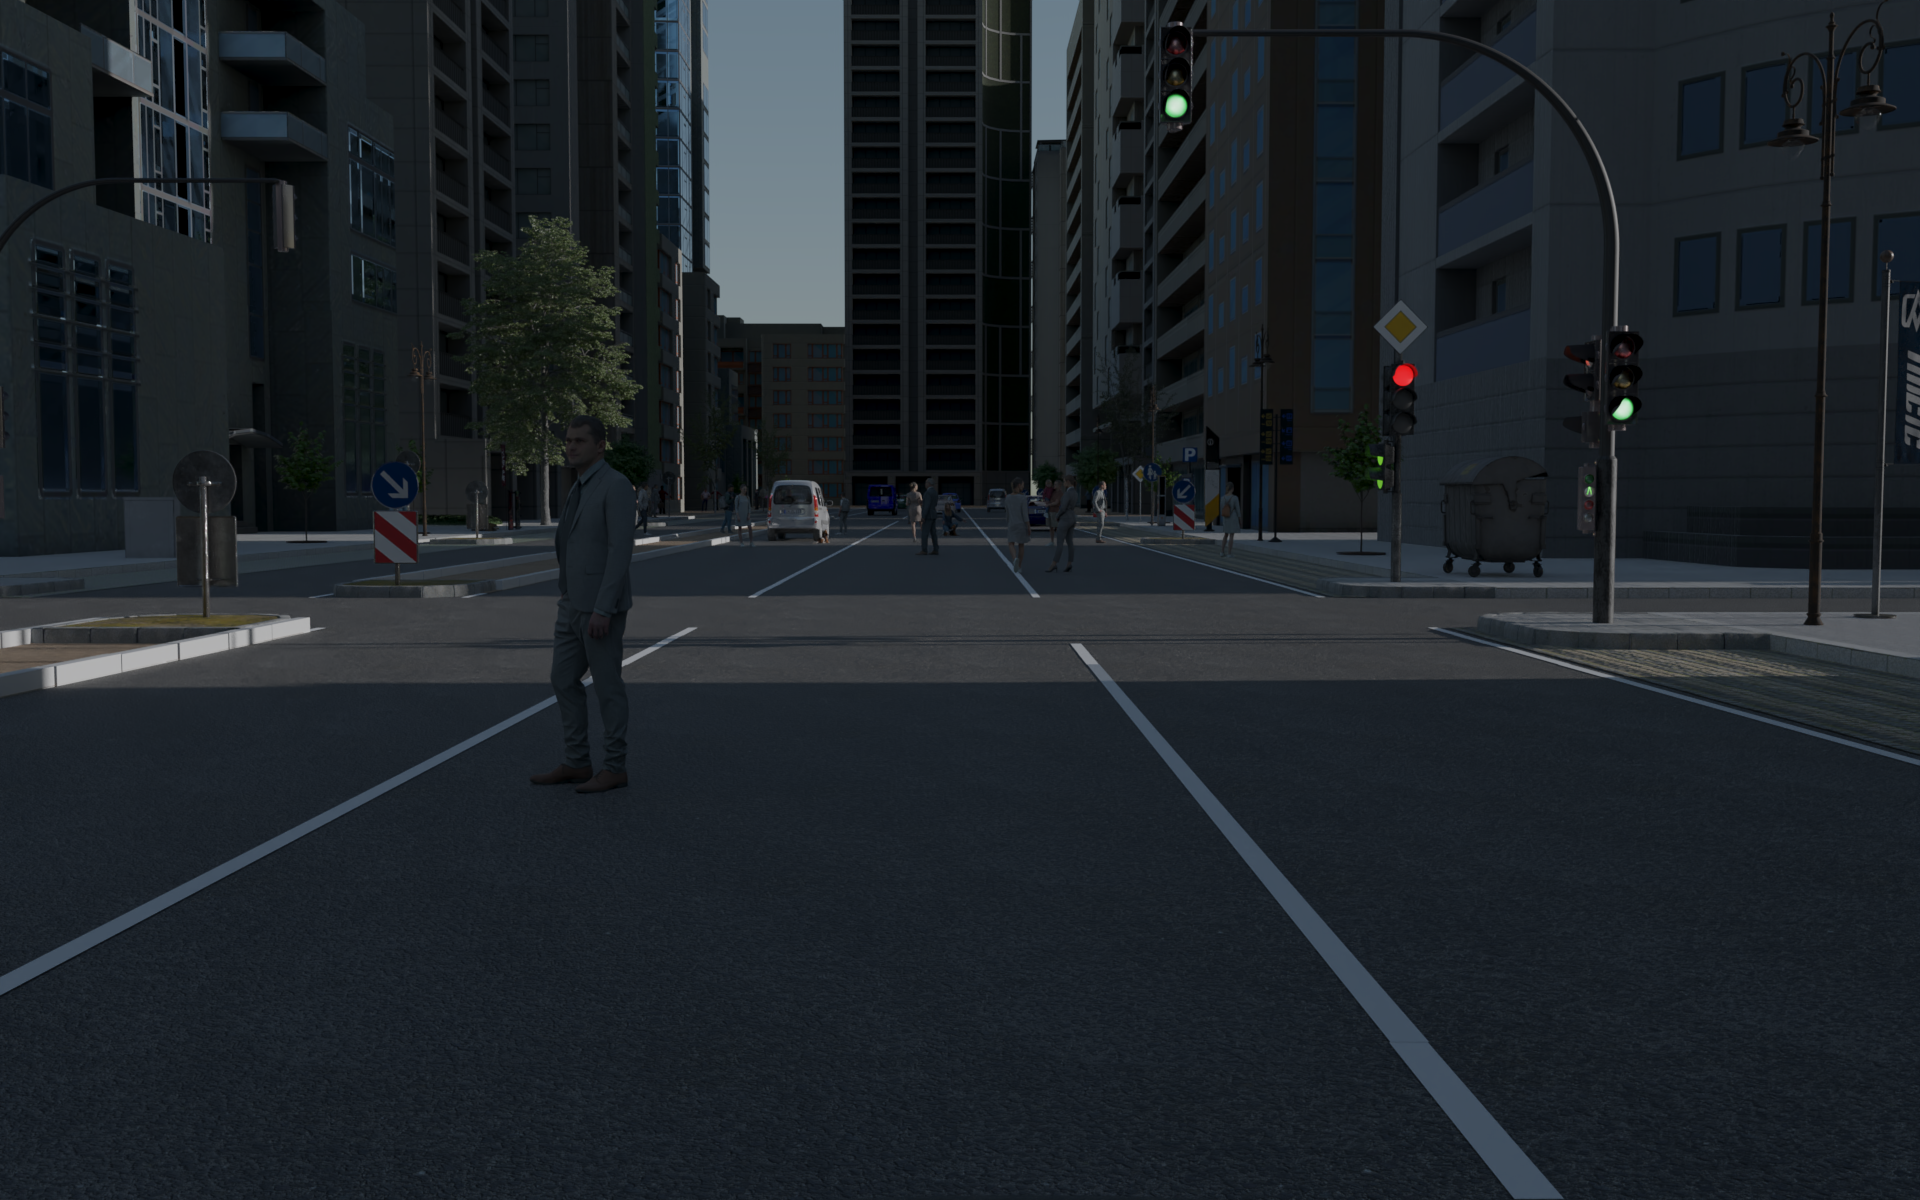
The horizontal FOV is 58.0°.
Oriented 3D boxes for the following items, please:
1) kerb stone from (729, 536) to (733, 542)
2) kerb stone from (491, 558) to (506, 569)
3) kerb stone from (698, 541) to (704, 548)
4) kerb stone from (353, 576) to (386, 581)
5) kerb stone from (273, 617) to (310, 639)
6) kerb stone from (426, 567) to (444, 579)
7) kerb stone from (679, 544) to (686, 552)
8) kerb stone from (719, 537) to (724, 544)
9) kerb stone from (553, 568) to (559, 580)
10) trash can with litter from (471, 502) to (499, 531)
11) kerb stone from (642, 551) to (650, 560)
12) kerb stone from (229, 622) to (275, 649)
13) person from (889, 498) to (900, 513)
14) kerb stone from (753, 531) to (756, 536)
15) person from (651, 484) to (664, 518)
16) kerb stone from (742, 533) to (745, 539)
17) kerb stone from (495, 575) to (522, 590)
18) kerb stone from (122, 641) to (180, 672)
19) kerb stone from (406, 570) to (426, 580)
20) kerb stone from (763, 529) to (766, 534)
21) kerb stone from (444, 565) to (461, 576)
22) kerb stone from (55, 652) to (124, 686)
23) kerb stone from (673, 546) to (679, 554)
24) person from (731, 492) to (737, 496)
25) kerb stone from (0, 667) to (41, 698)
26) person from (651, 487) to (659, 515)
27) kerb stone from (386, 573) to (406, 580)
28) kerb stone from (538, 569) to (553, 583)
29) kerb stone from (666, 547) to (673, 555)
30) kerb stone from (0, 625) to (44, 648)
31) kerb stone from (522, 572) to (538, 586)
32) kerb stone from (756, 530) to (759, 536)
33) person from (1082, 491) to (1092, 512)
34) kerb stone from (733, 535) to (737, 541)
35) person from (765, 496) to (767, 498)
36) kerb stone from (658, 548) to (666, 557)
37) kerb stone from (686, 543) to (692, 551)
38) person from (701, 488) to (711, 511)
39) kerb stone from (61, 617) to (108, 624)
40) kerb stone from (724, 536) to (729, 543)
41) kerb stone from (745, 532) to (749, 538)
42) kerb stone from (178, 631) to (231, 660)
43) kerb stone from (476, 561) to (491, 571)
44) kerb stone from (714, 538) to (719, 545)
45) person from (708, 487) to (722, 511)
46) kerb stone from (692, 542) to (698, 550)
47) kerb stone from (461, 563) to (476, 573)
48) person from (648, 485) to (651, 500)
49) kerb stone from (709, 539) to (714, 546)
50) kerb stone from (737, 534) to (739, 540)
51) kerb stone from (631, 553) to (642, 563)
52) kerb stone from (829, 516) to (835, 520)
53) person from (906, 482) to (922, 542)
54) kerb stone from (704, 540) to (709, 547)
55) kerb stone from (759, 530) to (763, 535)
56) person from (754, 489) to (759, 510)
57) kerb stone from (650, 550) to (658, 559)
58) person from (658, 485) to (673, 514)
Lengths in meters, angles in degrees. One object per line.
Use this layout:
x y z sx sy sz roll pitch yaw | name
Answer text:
-7.006 -1.812 51.883 0.120 0.150 1.000 0 4 0 | kerb stone
-9.002 -0.680 33.397 0.120 0.150 1.000 0 4 0 | kerb stone
-6.967 -1.440 45.745 0.120 0.150 1.000 0 4 0 | kerb stone
-8.959 -0.246 26.219 0.120 0.150 1.000 0 4 0 | kerb stone
-6.816 0.287 17.506 0.120 0.150 1.000 0 4 0 | kerb stone
-8.979 -0.434 29.291 0.120 0.150 1.000 0 4 0 | kerb stone
-6.955 -1.253 42.676 0.120 0.150 1.000 0 4 0 | kerb stone
-6.992 -1.691 49.839 0.120 0.150 1.000 0 4 0 | kerb stone
-6.874 -0.435 29.316 0.120 0.150 1.000 0 4 0 | kerb stone
-16.421 -2.961 59.796 1.055 1.170 0.624 1 4 14 | trash can with litter
-6.915 -0.939 37.554 0.120 0.150 1.000 0 4 0 | kerb stone
-6.805 0.349 16.484 0.120 0.150 1.000 0 4 0 | kerb stone
-5.248 -7.583 132.513 1.348 1.821 0.705 0 4 3 | person
-7.038 -2.192 58.028 0.120 0.150 1.000 0 4 0 | kerb stone
-16.483 -5.363 93.853 0.853 1.813 0.709 0 4 4 | person
-7.019 -2.004 54.962 0.120 0.150 1.000 0 4 0 | kerb stone
-6.863 -0.245 26.237 0.120 0.150 1.000 0 4 0 | kerb stone
-6.803 0.482 14.431 0.120 0.150 1.000 0 4 0 | kerb stone
-8.978 -0.369 28.269 0.120 0.150 1.000 0 4 0 | kerb stone
-7.057 -2.381 61.122 0.120 0.150 1.000 0 4 0 | kerb stone
-8.986 -0.496 30.319 0.120 0.150 1.000 0 4 0 | kerb stone
-6.794 0.537 13.409 0.120 0.150 1.000 0 4 0 | kerb stone
-6.950 -1.190 41.651 0.120 0.150 1.000 0 4 0 | kerb stone
-19.247 -8.542 145.693 1.348 1.826 0.705 -1 4 -14 | person
-6.796 0.600 12.384 0.120 0.150 1.000 0 4 0 | kerb stone
-19.109 -6.220 108.411 0.551 1.740 0.621 1 4 15 | person
-8.967 -0.307 27.247 0.120 0.150 1.000 0 4 0 | kerb stone
-6.871 -0.373 28.288 0.120 0.150 1.000 0 4 0 | kerb stone
-6.940 -1.127 40.629 0.120 0.150 1.000 0 4 0 | kerb stone
-8.906 0.349 16.490 0.120 0.150 1.000 0 4 0 | kerb stone
-6.863 -0.307 27.259 0.120 0.150 1.000 0 4 0 | kerb stone
-7.043 -2.254 59.051 0.120 0.150 1.000 0 4 0 | kerb stone
9.192 -7.211 123.927 0.705 1.826 1.348 3 4 37 | person
-7.007 -1.870 52.906 0.120 0.150 1.000 0 4 0 | kerb stone
-19.478 -10.211 173.671 0.721 1.739 1.217 1 4 8 | person
-6.935 -1.065 39.606 0.120 0.150 1.000 0 4 0 | kerb stone
-6.949 -1.315 43.698 0.120 0.150 1.000 0 4 0 | kerb stone
-18.795 -7.395 127.886 0.756 1.711 0.436 1 4 10 | person
-8.911 0.286 17.512 0.120 0.150 1.000 0 4 0 | kerb stone
-6.988 -1.753 50.861 0.120 0.150 1.000 0 4 0 | kerb stone
-7.019 -2.067 55.984 0.120 0.150 1.000 0 4 0 | kerb stone
-6.801 0.416 15.463 0.120 0.150 1.000 0 4 0 | kerb stone
-9.001 -0.618 32.367 0.120 0.150 1.000 0 4 0 | kerb stone
-6.982 -1.628 48.817 0.120 0.150 1.000 0 4 0 | kerb stone
-18.906 -7.834 134.065 1.348 1.831 0.705 0 4 -2 | person
-6.960 -1.375 44.721 0.120 0.150 1.000 0 4 0 | kerb stone
-8.995 -0.560 31.345 0.120 0.150 1.000 0 4 0 | kerb stone
-17.580 -5.553 97.030 0.583 1.804 0.606 1 4 12 | person
-6.981 -1.566 47.793 0.120 0.150 1.000 0 4 0 | kerb stone
-7.020 -1.930 53.936 0.120 0.150 1.000 0 4 0 | kerb stone
-6.916 -0.876 36.521 0.120 0.150 1.000 0 4 0 | kerb stone
-7.270 -4.702 99.066 0.120 0.150 1.000 0 4 0 | kerb stone
-1.296 -2.612 51.547 0.599 1.781 0.374 0 4 7 | person
-6.972 -1.503 46.769 0.120 0.150 1.000 0 4 0 | kerb stone
-7.053 -2.318 60.087 0.120 0.150 1.000 0 4 0 | kerb stone
-16.766 -8.293 142.431 0.445 1.727 0.742 -1 4 -12 | person
-6.926 -0.996 38.585 0.120 0.150 1.000 0 4 0 | kerb stone
-18.793 -6.323 109.389 1.348 1.831 0.705 0 4 7 | person
